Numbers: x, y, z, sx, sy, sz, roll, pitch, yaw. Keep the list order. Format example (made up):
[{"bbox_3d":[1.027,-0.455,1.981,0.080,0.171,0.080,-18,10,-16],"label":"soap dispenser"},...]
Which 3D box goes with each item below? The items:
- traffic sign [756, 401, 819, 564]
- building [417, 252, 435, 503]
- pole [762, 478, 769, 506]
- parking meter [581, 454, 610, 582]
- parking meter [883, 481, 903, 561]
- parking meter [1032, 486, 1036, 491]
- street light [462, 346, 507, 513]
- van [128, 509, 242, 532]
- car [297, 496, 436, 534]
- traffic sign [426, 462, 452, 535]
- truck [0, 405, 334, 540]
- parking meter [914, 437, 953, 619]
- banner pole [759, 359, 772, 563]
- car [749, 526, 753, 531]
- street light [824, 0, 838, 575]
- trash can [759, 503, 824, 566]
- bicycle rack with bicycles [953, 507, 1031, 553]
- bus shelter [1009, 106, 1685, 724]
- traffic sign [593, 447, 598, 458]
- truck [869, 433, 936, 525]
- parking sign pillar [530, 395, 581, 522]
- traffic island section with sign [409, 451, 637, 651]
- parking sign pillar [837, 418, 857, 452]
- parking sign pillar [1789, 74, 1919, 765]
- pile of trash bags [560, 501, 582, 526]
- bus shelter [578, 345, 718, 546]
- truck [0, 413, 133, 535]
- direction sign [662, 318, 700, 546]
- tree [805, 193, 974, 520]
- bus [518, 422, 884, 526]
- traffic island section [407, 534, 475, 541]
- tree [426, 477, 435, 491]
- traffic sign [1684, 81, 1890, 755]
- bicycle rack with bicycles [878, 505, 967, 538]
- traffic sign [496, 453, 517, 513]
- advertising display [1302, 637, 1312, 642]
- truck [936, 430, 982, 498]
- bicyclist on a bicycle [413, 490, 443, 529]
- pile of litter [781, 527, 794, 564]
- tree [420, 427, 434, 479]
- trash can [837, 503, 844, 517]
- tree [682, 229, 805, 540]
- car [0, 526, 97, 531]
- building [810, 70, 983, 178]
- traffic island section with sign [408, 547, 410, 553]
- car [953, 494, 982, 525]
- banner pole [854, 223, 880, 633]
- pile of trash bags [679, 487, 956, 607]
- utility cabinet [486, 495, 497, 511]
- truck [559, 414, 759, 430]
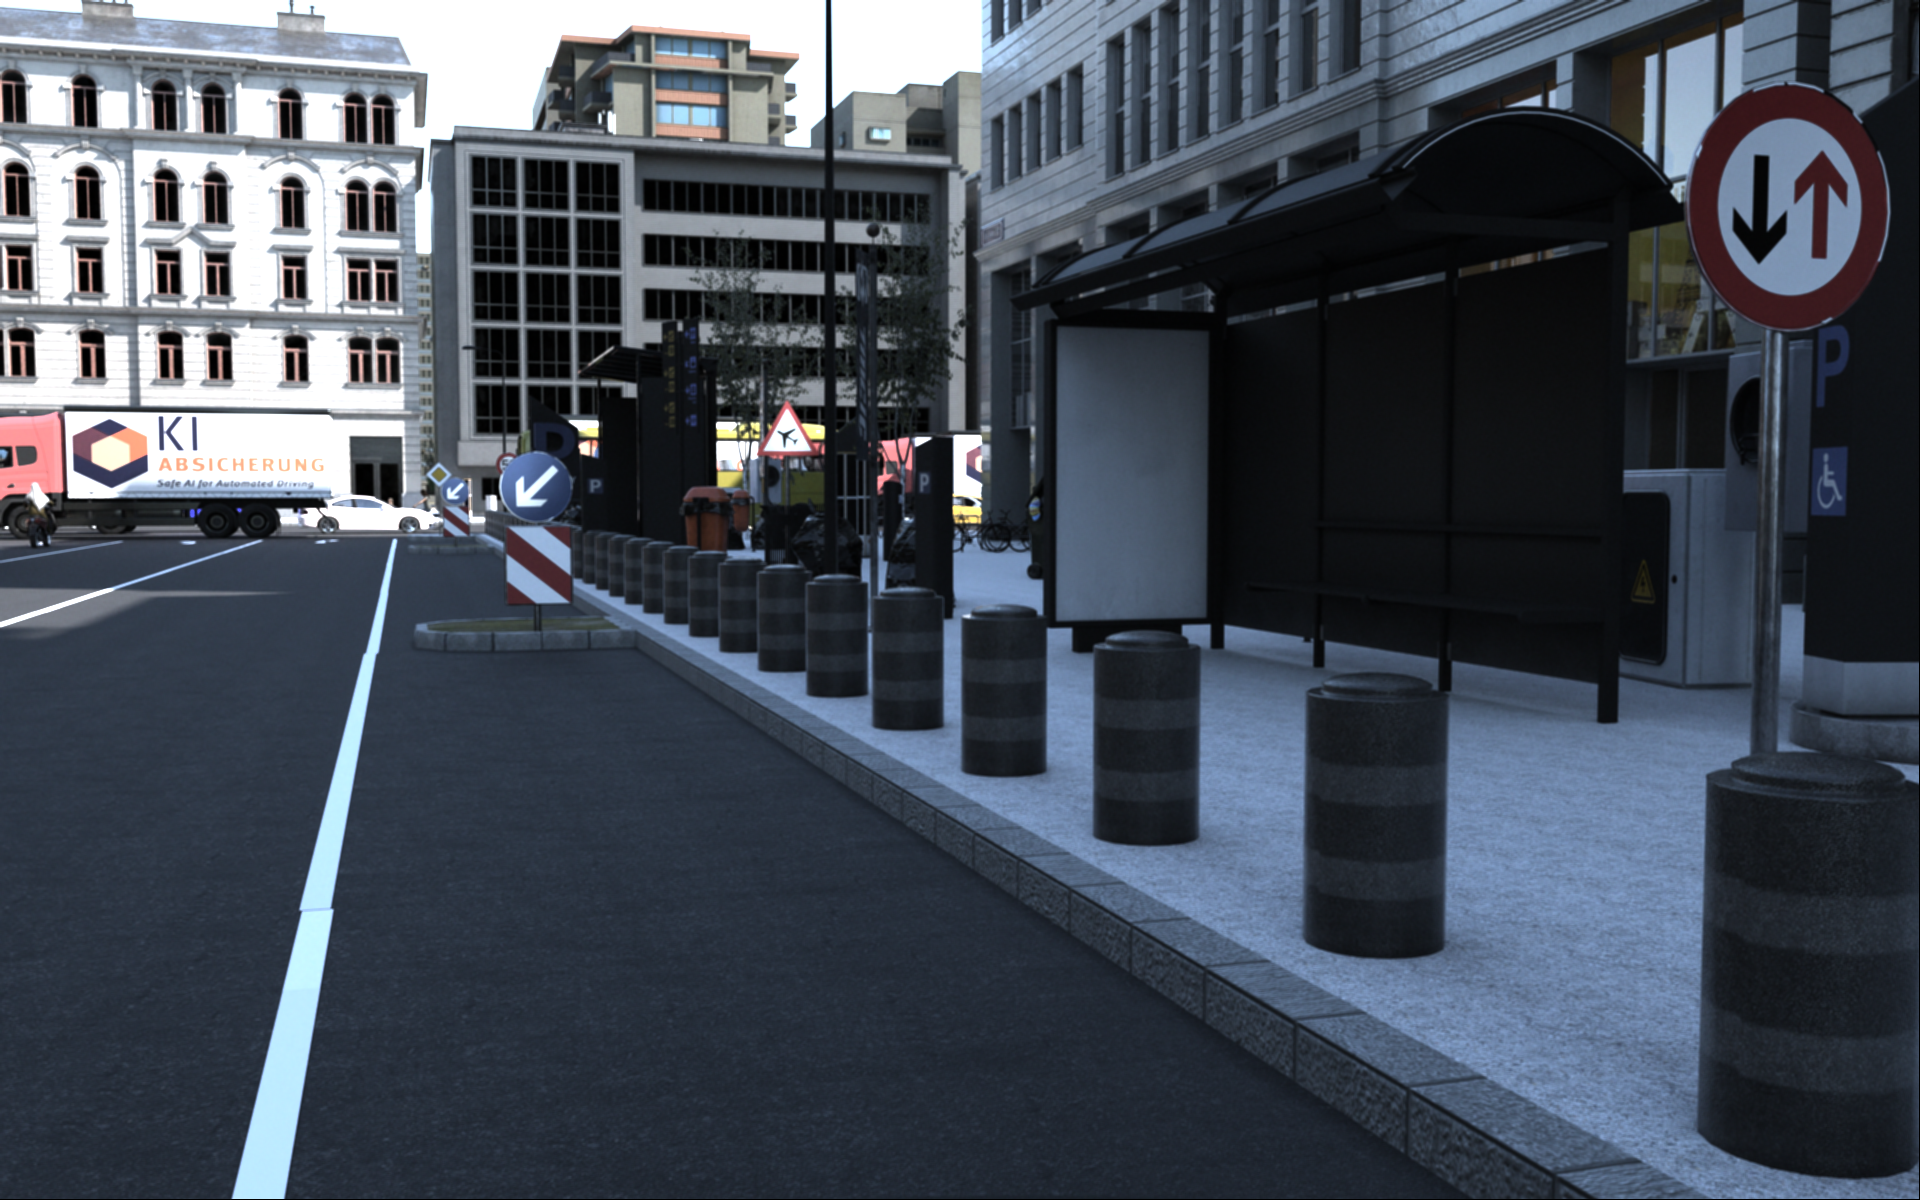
[{"bbox_3d":[-2.409,-1.479,24.187,0.884,2.594,0.081,-1,4,-9],"label":"traffic sign"},{"bbox_3d":[-76.233,-34.768,260.333,23.993,40.220,32.217,-1,4,-18],"label":"building"},{"bbox_3d":[-4.766,-2.966,42.331,0.158,3.312,0.155,0,3,0],"label":"pole"},{"bbox_3d":[-5.311,-1.196,25.258,0.399,1.863,0.255,-1,4,-18],"label":"parking meter"},{"bbox_3d":[-1.289,-1.518,33.237,0.372,1.533,0.369,0,3,0],"label":"parking meter"},{"bbox_3d":[1.930,-2.042,41.797,0.372,1.533,0.369,0,3,0],"label":"parking meter"},{"bbox_3d":[-14.899,-5.013,54.497,1.470,5.913,1.316,-1,4,-18],"label":"street light"},{"bbox_3d":[-29.756,-3.739,65.524,5.245,2.365,2.240,-1,4,-17],"label":"van"},{"bbox_3d":[-21.719,-3.124,63.446,4.827,1.381,2.083,-1,4,-19],"label":"car"},{"bbox_3d":[-16.262,-3.087,54.108,0.795,2.450,0.064,-1,4,-18],"label":"traffic sign"},{"bbox_3d":[-26.353,-4.121,56.287,11.283,4.237,2.839,-1,4,-18],"label":"truck"},{"bbox_3d":[-0.271,-0.743,17.865,0.255,1.863,0.399,-3,4,-36],"label":"parking meter"},{"bbox_3d":[-3.662,-2.588,32.323,0.401,3.779,0.863,-1,4,-17],"label":"banner pole"},{"bbox_3d":[-7.031,-3.671,68.810,4.718,1.807,1.959,-1,4,-19],"label":"car"},{"bbox_3d":[-1.492,-2.462,12.803,1.470,5.913,1.316,-1,4,-18],"label":"street light"},{"bbox_3d":[-2.179,-0.635,22.030,0.748,1.137,0.748,0,3,0],"label":"trash can"},{"bbox_3d":[1.243,-1.557,38.842,2.925,0.926,2.852,1,4,16],"label":"bicycle rack with bicycles"},{"bbox_3d":[2.205,-1.088,11.721,2.014,3.302,5.546,-1,4,-18],"label":"bus shelter"},{"bbox_3d":[-8.512,-2.569,42.111,0.768,2.556,0.104,-1,4,-11],"label":"traffic sign"},{"bbox_3d":[-0.281,-5.627,80.909,11.283,4.237,2.839,-1,4,-18],"label":"truck"},{"bbox_3d":[-11.083,-3.609,47.479,1.447,3.967,1.447,-1,4,-21],"label":"parking sign pillar"},{"bbox_3d":[-4.266,-0.500,16.811,1.989,1.847,2.006,-1,4,-18],"label":"traffic island section with sign"},{"bbox_3d":[-3.783,-4.167,56.595,1.447,3.967,1.447,-3,4,-37],"label":"parking sign pillar"},{"bbox_3d":[4.987,-1.233,8.626,1.447,3.967,1.447,0,4,-1],"label":"parking sign pillar"},{"bbox_3d":[-7.644,-1.777,38.801,1.912,1.369,3.447,-3,4,-38],"label":"pile of trash bags"},{"bbox_3d":[-5.564,-2.405,30.598,1.731,3.624,6.357,-1,4,-18],"label":"bus shelter"},{"bbox_3d":[-33.482,-4.395,60.776,11.283,4.237,2.839,-1,4,-19],"label":"truck"},{"bbox_3d":[-3.646,-1.875,22.661,0.379,3.537,0.876,-3,5,-40],"label":"direction sign"},{"bbox_3d":[-1.502,-5.657,42.855,4.360,8.622,3.978,0,3,0],"label":"tree"},{"bbox_3d":[-8.889,-4.172,59.766,12.252,3.916,2.896,-1,4,-17],"label":"bus"},{"bbox_3d":[-16.242,-1.952,54.192,2.009,0.180,2.903,-1,4,-18],"label":"traffic island section"},{"bbox_3d":[-62.381,-13.705,207.786,4.285,4.588,4.351,0,3,0],"label":"tree"},{"bbox_3d":[2.560,-0.328,5.467,0.768,2.556,0.104,-1,4,-17],"label":"traffic sign"},{"bbox_3d":[-1.486,-2.244,50.069,2.852,0.926,2.925,1,4,21],"label":"bicycle rack with bicycles"},{"bbox_3d":[-13.882,-3.257,53.355,0.768,2.556,0.104,-1,4,-10],"label":"traffic sign"},{"bbox_3d":[3.377,-0.609,15.174,0.974,1.923,0.123,-2,4,-30],"label":"advertising display"},{"bbox_3d":[4.610,-5.514,79.072,11.283,4.237,2.839,-1,4,-19],"label":"truck"},{"bbox_3d":[-21.696,-3.663,69.916,1.625,1.676,1.499,-1,4,-16],"label":"bicyclist on a bicycle"},{"bbox_3d":[-2.459,-0.847,27.814,1.719,0.858,1.176,3,4,36],"label":"pile of litter"},{"bbox_3d":[-54.665,-14.101,180.909,4.360,8.622,3.978,0,3,0],"label":"tree"},{"bbox_3d":[-2.119,-0.890,26.200,0.748,1.137,0.748,0,3,0],"label":"trash can"},{"bbox_3d":[-5.868,-5.978,48.109,4.360,8.622,3.978,0,3,0],"label":"tree"},{"bbox_3d":[-36.065,-3.692,69.037,5.304,1.827,2.281,-1,4,-17],"label":"car"},{"bbox_3d":[-4.759,-35.374,202.059,21.600,48.544,21.300,-1,4,-18],"label":"building"},{"bbox_3d":[-12.501,-2.071,42.482,1.989,1.847,2.006,-1,4,-18],"label":"traffic island section with sign"},{"bbox_3d":[0.394,-3.754,71.597,3.980,1.641,2.015,-1,4,-17],"label":"car"},{"bbox_3d":[-0.850,-1.583,15.891,0.401,3.779,0.863,1,4,12],"label":"banner pole"},{"bbox_3d":[-1.649,-0.646,20.317,3.447,1.369,1.912,1,4,13],"label":"pile of trash bags"},{"bbox_3d":[-23.908,-4.721,88.347,0.306,1.237,1.020,-2,4,-30],"label":"utility cabinet"},{"bbox_3d":[-9.726,-4.563,63.520,11.283,4.237,2.839,-1,4,-17],"label":"truck"}]
